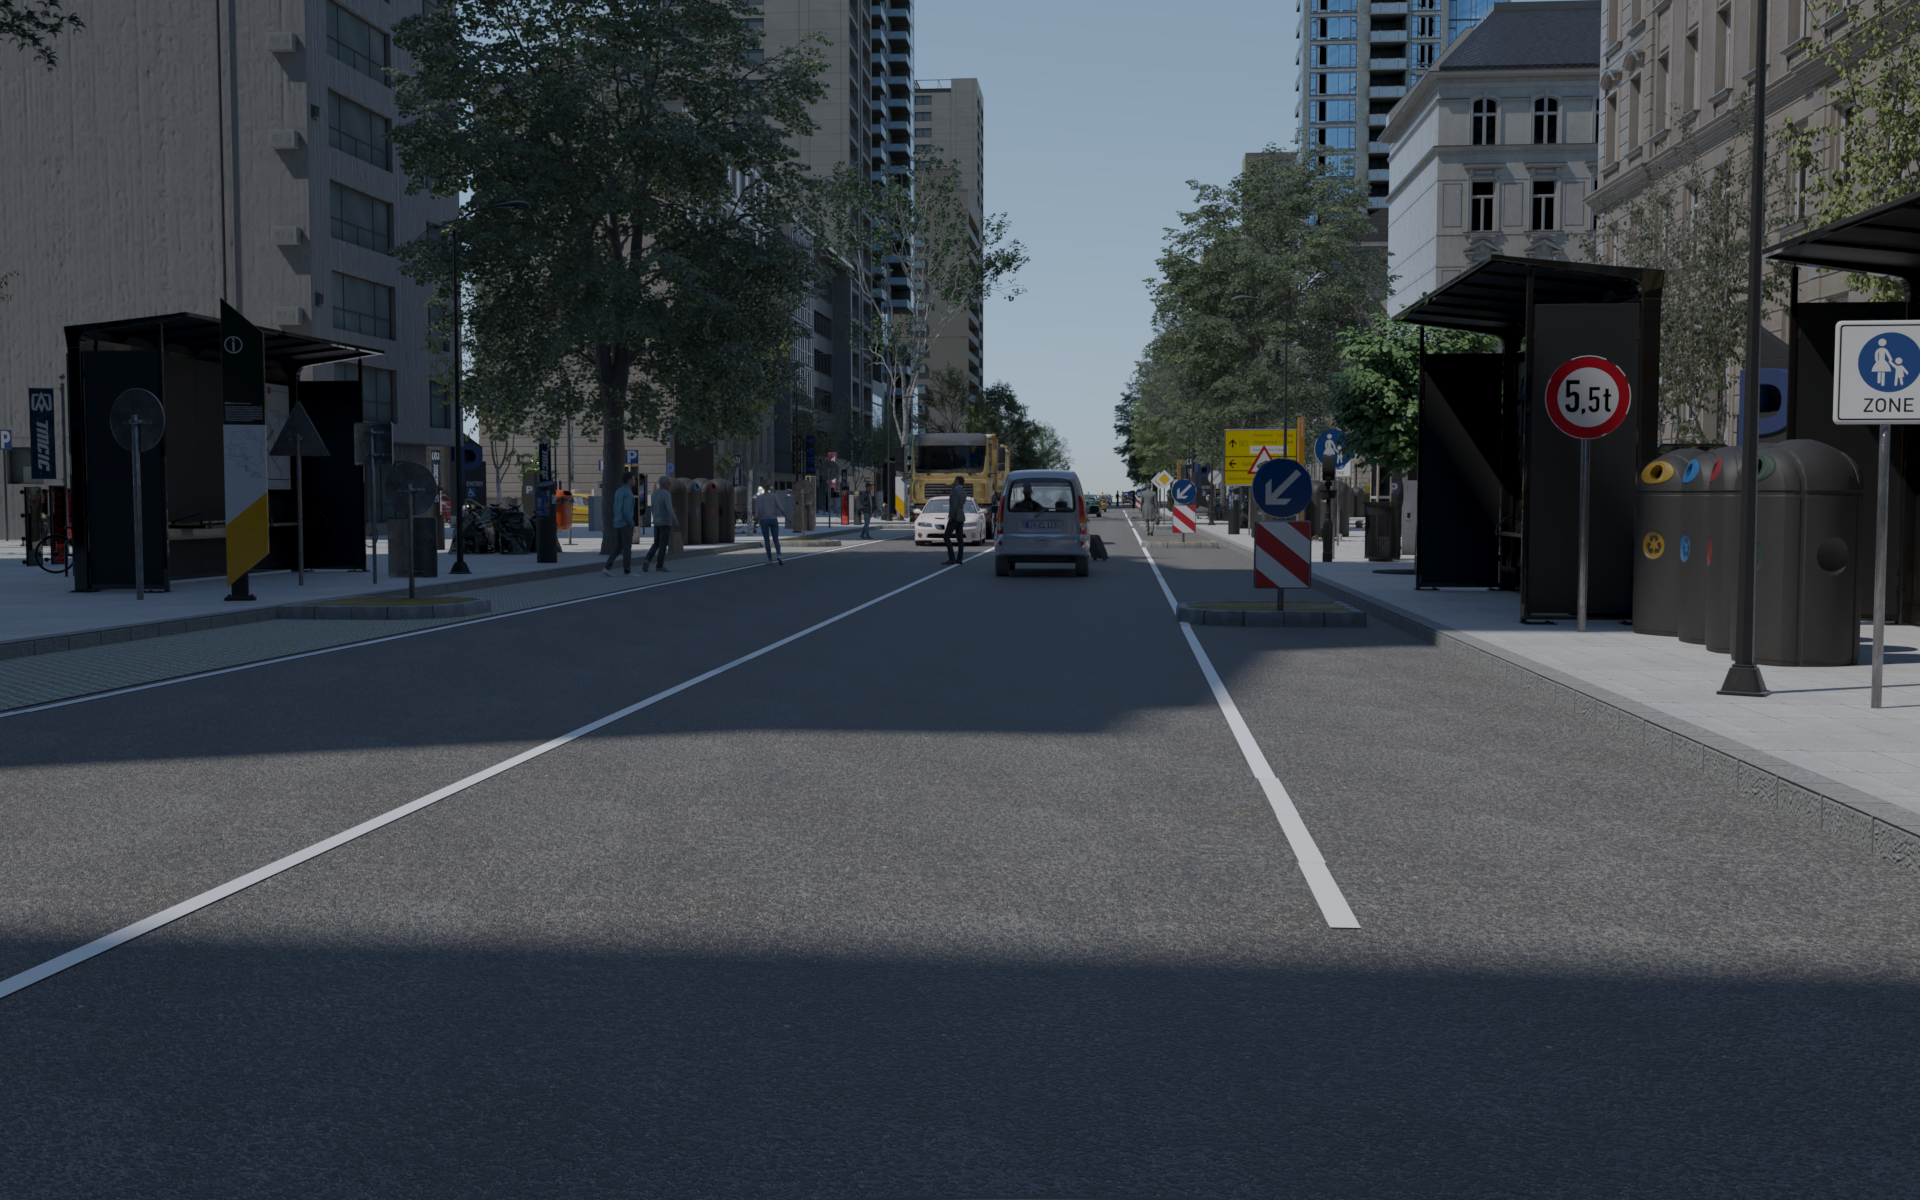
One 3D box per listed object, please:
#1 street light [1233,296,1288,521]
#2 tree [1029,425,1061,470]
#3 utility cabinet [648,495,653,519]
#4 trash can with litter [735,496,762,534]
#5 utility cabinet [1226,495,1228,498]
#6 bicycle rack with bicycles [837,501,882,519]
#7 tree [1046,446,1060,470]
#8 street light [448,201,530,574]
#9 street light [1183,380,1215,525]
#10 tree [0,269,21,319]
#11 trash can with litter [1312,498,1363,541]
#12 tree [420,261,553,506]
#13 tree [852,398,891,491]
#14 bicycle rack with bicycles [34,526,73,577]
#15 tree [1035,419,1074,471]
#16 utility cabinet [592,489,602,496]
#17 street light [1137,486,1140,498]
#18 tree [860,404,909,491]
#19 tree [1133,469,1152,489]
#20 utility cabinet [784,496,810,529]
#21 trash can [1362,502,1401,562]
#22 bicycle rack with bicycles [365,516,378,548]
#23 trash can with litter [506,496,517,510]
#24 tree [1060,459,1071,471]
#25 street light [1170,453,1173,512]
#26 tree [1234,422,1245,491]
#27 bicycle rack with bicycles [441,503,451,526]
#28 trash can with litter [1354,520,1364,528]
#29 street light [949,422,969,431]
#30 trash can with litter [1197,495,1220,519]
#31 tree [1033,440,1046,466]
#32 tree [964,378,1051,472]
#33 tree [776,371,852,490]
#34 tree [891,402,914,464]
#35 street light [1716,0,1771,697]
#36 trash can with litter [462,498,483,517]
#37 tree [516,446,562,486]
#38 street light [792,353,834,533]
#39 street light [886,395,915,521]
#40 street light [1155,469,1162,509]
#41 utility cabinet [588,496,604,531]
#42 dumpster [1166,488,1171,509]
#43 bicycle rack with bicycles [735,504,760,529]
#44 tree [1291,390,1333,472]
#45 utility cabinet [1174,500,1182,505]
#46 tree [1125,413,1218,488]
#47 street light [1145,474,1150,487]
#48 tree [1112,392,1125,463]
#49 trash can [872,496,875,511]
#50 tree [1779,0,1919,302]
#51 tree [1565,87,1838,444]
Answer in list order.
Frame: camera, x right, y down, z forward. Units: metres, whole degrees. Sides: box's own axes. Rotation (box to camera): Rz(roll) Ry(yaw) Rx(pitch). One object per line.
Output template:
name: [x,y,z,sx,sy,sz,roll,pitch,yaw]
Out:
street light: [7.094,-4.167,40.665,1.470,5.913,1.316,0,4,5]
tree: [10.908,-19.932,251.636,9.928,11.665,9.643,0,3,0]
utility cabinet: [-16.284,-4.874,90.850,1.020,1.237,0.306,3,5,39]
trash can with litter: [-7.172,-2.737,55.805,2.233,1.210,1.678,-2,4,-34]
utility cabinet: [17.877,-6.391,115.647,1.020,1.237,0.306,3,5,39]
bicycle rack with bicycles: [-5.020,-4.678,89.862,2.925,0.926,2.852,-2,4,-25]
tree: [5.807,-15.785,192.495,7.601,10.594,8.767,-1,4,-16]
street light: [-7.503,-3.370,27.636,1.470,5.913,1.316,0,4,5]
street light: [9.770,-6.013,70.857,1.470,5.913,1.316,0,4,5]
tree: [-22.098,-5.221,35.729,4.360,8.622,3.978,0,3,0]
trash can with litter: [10.089,-2.248,47.818,1.678,1.210,2.233,0,4,-3]
tree: [-13.919,-6.209,51.873,4.737,8.622,4.395,0,3,0]
tree: [-7.558,-10.700,125.303,4.360,8.622,3.978,0,3,0]
bicycle rack with bicycles: [-13.404,-0.895,28.015,2.925,0.926,2.852,-1,4,-12]
tree: [13.730,-22.745,282.249,12.009,13.543,11.850,0,3,0]
utility cabinet: [-15.083,-3.985,73.830,1.173,1.500,0.318,-2,4,-31]
street light: [24.090,-15.742,229.918,1.470,5.913,1.316,0,4,5]
tree: [-6.274,-11.688,141.469,4.737,8.622,4.395,0,3,0]
tree: [27.841,-18.700,256.101,4.737,8.622,4.395,0,3,0]
utility cabinet: [-6.003,-3.234,64.041,1.020,1.237,0.306,2,4,33]
trash can: [8.000,-1.300,32.910,0.748,1.137,0.748,0,3,0]
bicycle rack with bicycles: [-15.665,-1.709,41.323,2.925,0.926,2.852,3,5,41]
trash can with litter: [-22.260,-4.495,84.544,2.233,1.210,1.678,0,4,-8]
tree: [16.323,-23.071,311.628,8.767,10.594,7.601,1,4,22]
street light: [11.879,-7.420,93.863,1.470,5.913,1.316,0,4,5]
tree: [23.776,-12.112,148.392,4.737,8.622,4.395,0,3,0]
bicycle rack with bicycles: [-21.719,-3.462,69.994,2.852,0.926,2.925,1,4,16]
trash can with litter: [15.284,-3.281,65.031,1.055,1.170,0.624,1,4,15]
street light: [-0.111,-8.478,111.163,1.470,5.913,1.316,0,4,5]
trash can with litter: [12.744,-4.715,88.140,2.233,1.210,1.678,2,4,35]
tree: [7.718,-15.922,210.681,4.360,8.622,3.978,0,3,0]
tree: [3.892,-15.561,171.434,9.611,12.733,9.660,0,3,0]
tree: [-8.896,-9.418,104.340,4.360,8.622,3.978,0,3,0]
tree: [-5.223,-11.065,131.280,4.360,8.622,3.978,0,3,0]
street light: [4.488,-2.351,10.984,1.470,5.913,1.316,0,4,5]
trash can with litter: [-13.481,-2.292,48.861,1.055,1.170,0.624,-2,4,-35]
tree: [-17.183,-4.615,70.057,1.663,3.219,1.824,0,3,0]
street light: [-4.863,-5.182,57.263,1.470,5.913,1.316,0,4,5]
street light: [-2.808,-6.667,81.542,1.470,5.913,1.316,0,4,5]
street light: [14.574,-9.232,123.485,1.470,5.913,1.316,0,4,5]
utility cabinet: [-12.486,-3.007,60.332,0.306,1.237,1.020,2,4,35]
dumpster: [18.062,-8.590,146.204,1.264,1.857,1.865,0,4,5]
bicycle rack with bicycles: [-8.575,-3.149,64.869,2.925,0.926,2.852,2,4,30]
tree: [22.739,-9.989,113.679,4.360,8.622,3.978,0,3,0]
utility cabinet: [12.469,-5.351,98.648,0.306,1.237,1.020,1,4,21]
tree: [19.791,-14.060,164.288,8.767,10.594,7.601,3,5,39]
street light: [17.248,-11.077,153.648,1.470,5.913,1.316,0,4,5]
tree: [21.022,-17.088,186.043,9.857,13.997,8.962,0,3,0]
trash can: [-6.658,-7.164,128.784,0.748,1.137,0.748,0,3,0]
tree: [12.497,-4.402,22.334,4.737,8.622,4.395,0,3,0]
tree: [13.410,-4.942,31.162,4.360,8.622,3.978,0,3,0]
